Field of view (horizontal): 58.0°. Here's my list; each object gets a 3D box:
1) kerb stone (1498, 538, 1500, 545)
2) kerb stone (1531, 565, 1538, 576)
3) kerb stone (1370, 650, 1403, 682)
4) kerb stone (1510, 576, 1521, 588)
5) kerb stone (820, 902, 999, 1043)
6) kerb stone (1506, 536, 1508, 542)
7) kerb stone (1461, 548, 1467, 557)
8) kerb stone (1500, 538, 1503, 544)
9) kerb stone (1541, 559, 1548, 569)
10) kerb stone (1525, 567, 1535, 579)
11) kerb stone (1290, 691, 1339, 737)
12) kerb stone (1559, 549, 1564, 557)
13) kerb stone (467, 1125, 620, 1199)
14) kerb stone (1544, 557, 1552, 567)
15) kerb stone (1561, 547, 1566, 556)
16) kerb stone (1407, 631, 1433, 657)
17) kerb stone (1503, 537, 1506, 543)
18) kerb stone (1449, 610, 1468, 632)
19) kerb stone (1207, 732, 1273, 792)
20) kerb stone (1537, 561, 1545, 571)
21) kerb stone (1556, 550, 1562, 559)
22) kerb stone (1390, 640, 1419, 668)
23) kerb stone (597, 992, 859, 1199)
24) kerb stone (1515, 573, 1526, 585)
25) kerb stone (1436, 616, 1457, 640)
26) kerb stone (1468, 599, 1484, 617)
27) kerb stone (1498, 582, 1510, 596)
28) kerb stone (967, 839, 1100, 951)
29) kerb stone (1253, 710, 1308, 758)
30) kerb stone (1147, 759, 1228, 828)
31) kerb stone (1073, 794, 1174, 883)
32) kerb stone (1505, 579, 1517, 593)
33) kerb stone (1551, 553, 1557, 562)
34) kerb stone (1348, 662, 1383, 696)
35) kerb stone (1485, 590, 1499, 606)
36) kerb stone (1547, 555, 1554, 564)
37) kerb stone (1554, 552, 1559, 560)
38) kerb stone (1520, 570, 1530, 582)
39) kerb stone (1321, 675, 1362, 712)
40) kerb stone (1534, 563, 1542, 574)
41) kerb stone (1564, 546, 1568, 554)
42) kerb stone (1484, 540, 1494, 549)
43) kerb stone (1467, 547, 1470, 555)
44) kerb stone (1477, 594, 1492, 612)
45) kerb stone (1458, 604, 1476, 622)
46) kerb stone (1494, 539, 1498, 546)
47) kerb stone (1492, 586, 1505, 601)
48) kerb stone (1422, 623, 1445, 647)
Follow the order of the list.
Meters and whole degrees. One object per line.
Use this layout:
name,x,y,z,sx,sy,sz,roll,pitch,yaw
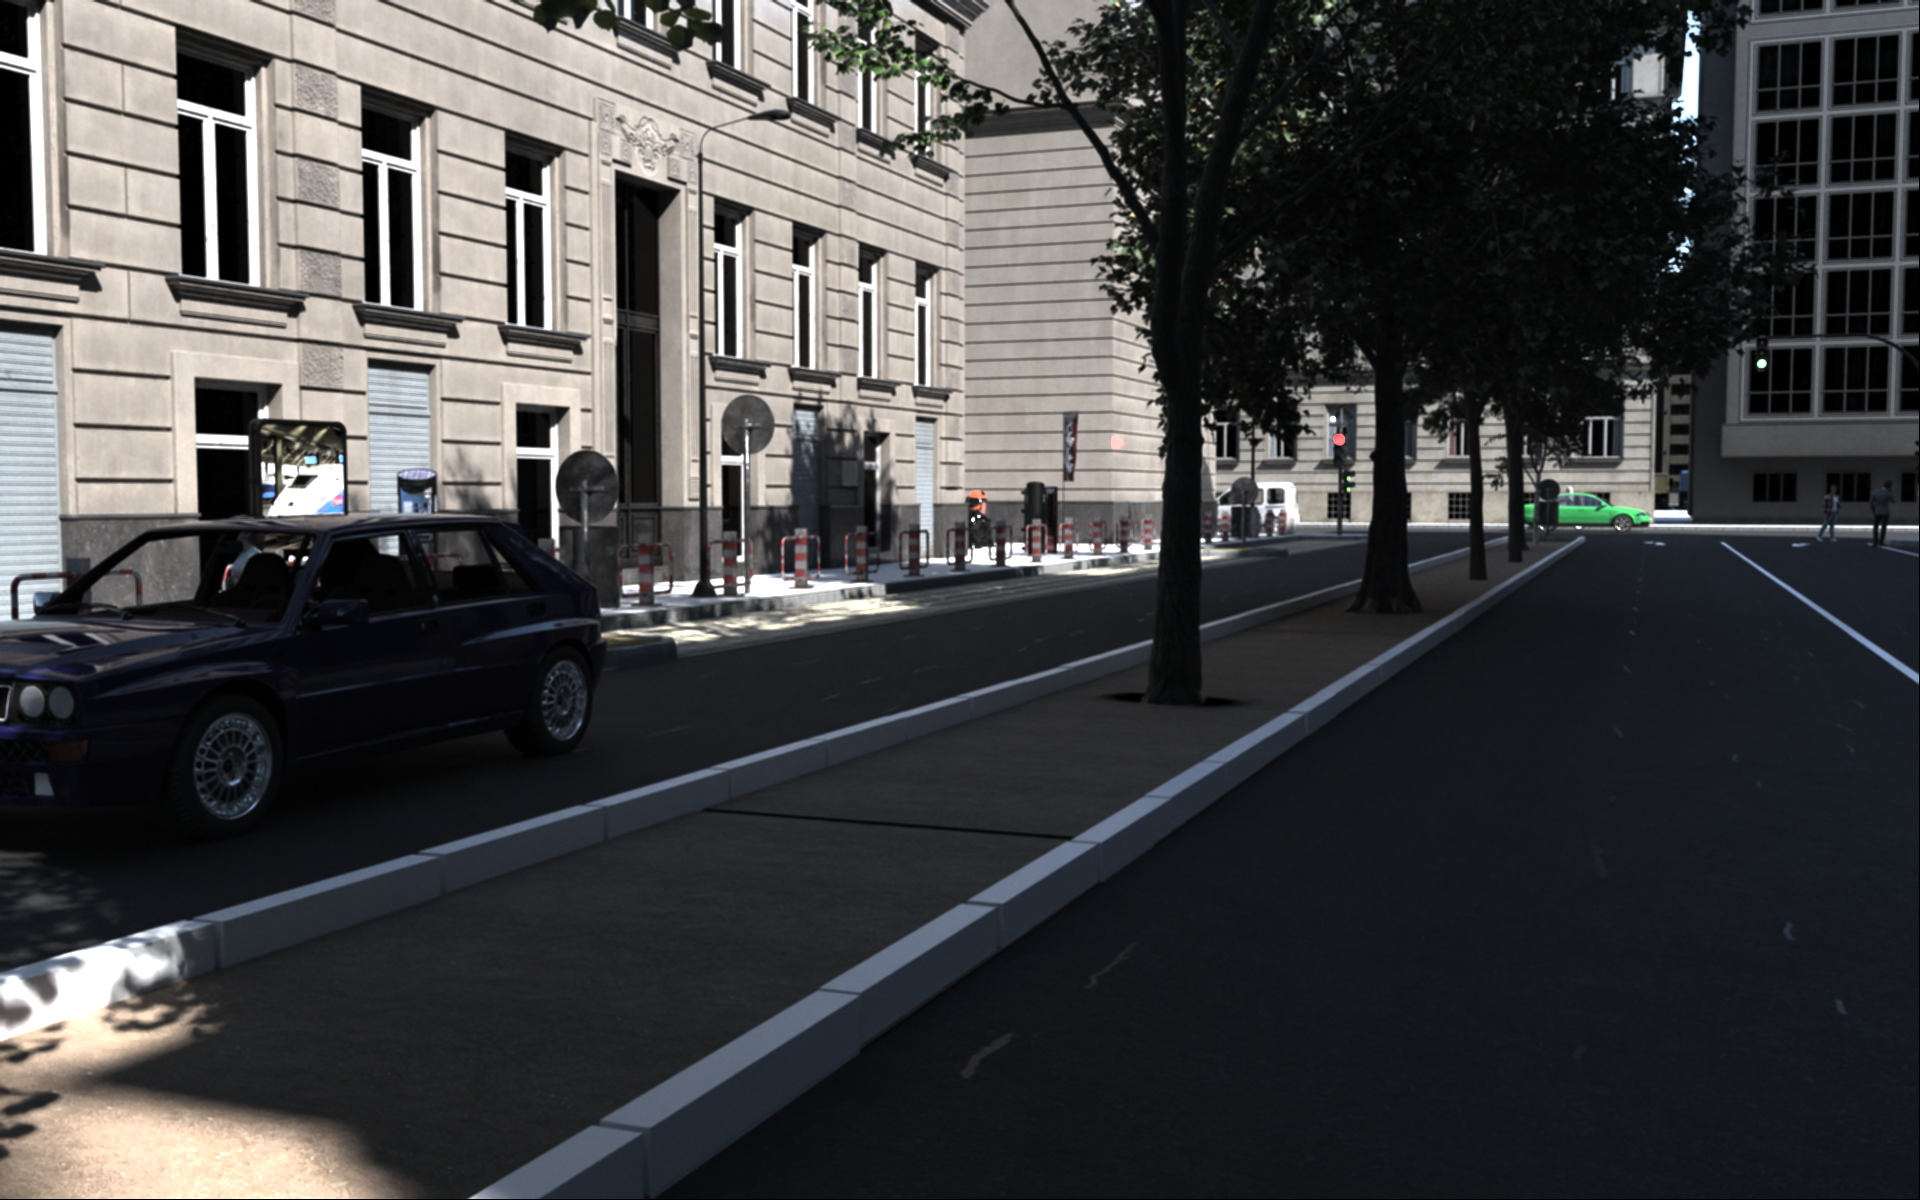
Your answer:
kerb stone,14.704,-1.558,47.677,0.120,0.150,1.000,1,4,22
kerb stone,9.798,-0.461,29.760,0.120,0.150,1.000,1,4,22
kerb stone,3.312,0.529,13.539,0.120,0.150,1.000,1,4,22
kerb stone,8.265,-0.227,25.934,0.120,0.150,1.000,1,4,22
kerb stone,-0.127,1.059,4.957,0.120,0.150,1.000,1,4,22
kerb stone,15.846,-1.733,50.537,0.120,0.150,1.000,1,4,22
kerb stone,11.273,-1.034,39.107,0.120,0.150,1.000,1,4,22
kerb stone,15.085,-1.617,48.634,0.120,0.150,1.000,1,4,22
kerb stone,10.941,-0.637,32.618,0.120,0.150,1.000,1,4,22
kerb stone,9.415,-0.404,28.796,0.120,0.150,1.000,1,4,22
kerb stone,2.175,0.704,10.677,0.120,0.150,1.000,1,4,22
kerb stone,13.227,-0.987,38.334,0.120,0.150,1.000,1,4,22
kerb stone,-0.879,1.173,3.042,0.120,0.150,1.000,1,4,22
kerb stone,11.329,-0.696,33.568,0.120,0.150,1.000,1,4,22
kerb stone,13.609,-1.045,39.288,0.120,0.150,1.000,1,4,22
kerb stone,4.073,0.413,15.445,0.120,0.150,1.000,1,4,22
kerb stone,15.468,-1.675,49.584,0.120,0.150,1.000,1,4,22
kerb stone,5.226,0.239,18.301,0.120,0.150,1.000,1,4,22
kerb stone,1.407,0.821,8.769,0.120,0.150,1.000,1,4,22
kerb stone,10.558,-0.575,31.668,0.120,0.150,1.000,1,4,22
kerb stone,12.848,-0.929,37.378,0.120,0.150,1.000,1,4,22
kerb stone,3.691,0.471,14.491,0.120,0.150,1.000,1,4,22
kerb stone,-0.497,1.113,3.993,0.120,0.150,1.000,1,4,22
kerb stone,8.647,-0.287,26.885,0.120,0.150,1.000,1,4,22
kerb stone,4.839,0.296,17.351,0.120,0.150,1.000,1,4,22
kerb stone,5.981,0.123,20.210,0.120,0.150,1.000,1,4,22
kerb stone,7.498,-0.112,24.029,0.120,0.150,1.000,1,4,22
kerb stone,0.264,0.996,5.911,0.120,0.150,1.000,1,4,22
kerb stone,1.784,0.769,9.723,0.120,0.150,1.000,1,4,22
kerb stone,1.026,0.879,7.818,0.120,0.150,1.000,1,4,22
kerb stone,0.650,0.938,6.861,0.120,0.150,1.000,1,4,22
kerb stone,7.892,-0.170,24.980,0.120,0.150,1.000,1,4,22
kerb stone,12.080,-0.812,35.474,0.120,0.150,1.000,1,4,22
kerb stone,2.924,0.591,12.590,0.120,0.150,1.000,1,4,22
kerb stone,6.742,0.006,22.112,0.120,0.150,1.000,1,4,22
kerb stone,11.706,-0.754,34.520,0.120,0.150,1.000,1,4,22
kerb stone,12.465,-0.869,36.428,0.120,0.150,1.000,1,4,22
kerb stone,9.031,-0.345,27.839,0.120,0.150,1.000,1,4,22
kerb stone,2.544,0.649,11.634,0.120,0.150,1.000,1,4,22
kerb stone,10.184,-0.521,30.712,0.120,0.150,1.000,1,4,22
kerb stone,13.992,-1.104,40.244,0.120,0.150,1.000,1,4,22
kerb stone,13.946,-1.442,45.773,0.120,0.150,1.000,1,4,22
kerb stone,11.652,-1.093,40.059,0.120,0.150,1.000,1,4,22
kerb stone,6.362,0.065,21.161,0.120,0.150,1.000,1,4,22
kerb stone,5.598,0.180,19.256,0.120,0.150,1.000,1,4,22
kerb stone,14.330,-1.500,46.723,0.120,0.150,1.000,1,4,22
kerb stone,7.123,-0.053,23.064,0.120,0.150,1.000,1,4,22
kerb stone,4.453,0.355,16.396,0.120,0.150,1.000,1,4,22
